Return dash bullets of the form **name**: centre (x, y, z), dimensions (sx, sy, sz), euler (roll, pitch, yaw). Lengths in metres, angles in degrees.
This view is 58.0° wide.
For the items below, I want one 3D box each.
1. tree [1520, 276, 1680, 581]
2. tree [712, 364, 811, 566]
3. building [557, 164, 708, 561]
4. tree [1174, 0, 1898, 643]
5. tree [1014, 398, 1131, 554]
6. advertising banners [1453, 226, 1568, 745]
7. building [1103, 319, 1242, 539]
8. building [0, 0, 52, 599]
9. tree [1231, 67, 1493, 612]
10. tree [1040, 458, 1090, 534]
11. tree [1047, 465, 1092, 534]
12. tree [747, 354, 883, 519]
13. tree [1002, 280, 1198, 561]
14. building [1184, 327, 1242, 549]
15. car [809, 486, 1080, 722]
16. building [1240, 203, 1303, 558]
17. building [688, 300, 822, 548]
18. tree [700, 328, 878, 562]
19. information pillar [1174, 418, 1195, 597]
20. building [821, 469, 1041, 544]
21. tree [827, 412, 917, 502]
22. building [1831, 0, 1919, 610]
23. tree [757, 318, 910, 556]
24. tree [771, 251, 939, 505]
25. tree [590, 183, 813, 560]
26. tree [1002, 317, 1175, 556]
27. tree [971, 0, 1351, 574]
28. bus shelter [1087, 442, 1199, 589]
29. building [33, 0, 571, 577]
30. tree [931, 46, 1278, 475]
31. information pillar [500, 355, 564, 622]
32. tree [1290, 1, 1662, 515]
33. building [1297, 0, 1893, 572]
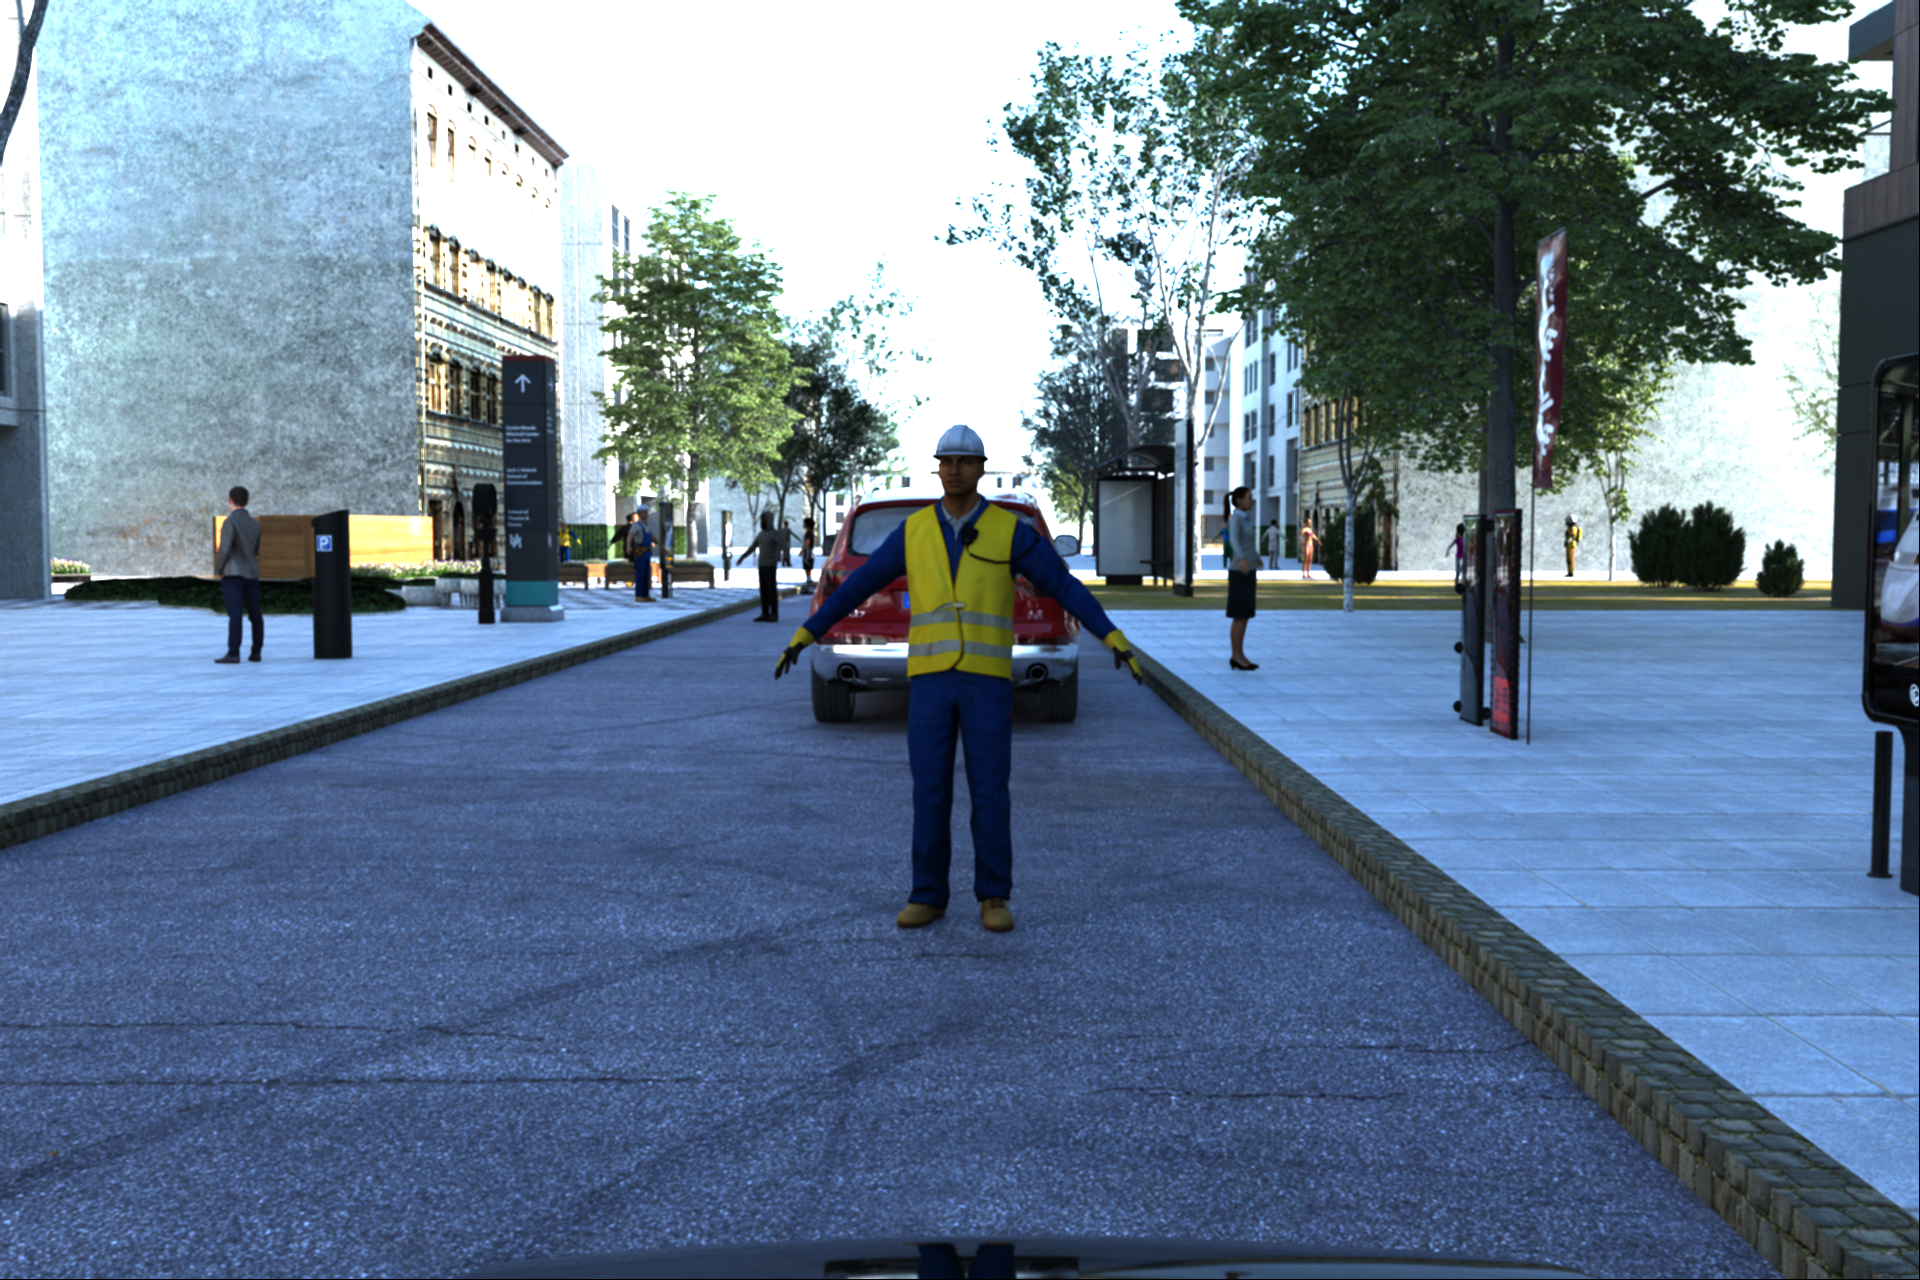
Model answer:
- **tree**: centre (17.726, -5.938, 47.444), dimensions (4.737, 8.622, 4.395), euler (0, 3, 0)
- **tree**: centre (-8.335, -7.301, 69.732), dimensions (4.360, 8.622, 3.978), euler (0, 3, 0)
- **building**: centre (-25.234, -14.213, 98.846), dimensions (16.747, 18.905, 31.486), euler (0, 4, 1)
- **tree**: centre (6.285, -6.215, 19.735), dimensions (7.486, 12.596, 7.792), euler (0, 3, 0)
- **tree**: centre (7.623, -10.780, 110.668), dimensions (8.767, 10.594, 7.601), euler (0, 4, 1)
- **advertising banners**: centre (3.464, -0.904, 10.966), dimensions (0.090, 3.025, 2.074), euler (0, 4, 1)
- **building**: centre (28.618, -20.629, 181.266), dimensions (27.936, 21.610, 32.646), euler (0, 4, 1)
- **building**: centre (-26.520, -9.294, 18.416), dimensions (16.747, 18.905, 31.486), euler (0, 4, 0)
- **tree**: centre (6.608, -4.755, 28.110), dimensions (4.737, 8.622, 4.395), euler (0, 3, 0)
- **tree**: centre (7.865, -10.781, 126.636), dimensions (4.737, 8.622, 4.395), euler (0, 3, 0)
- **tree**: centre (7.759, -11.137, 132.456), dimensions (4.360, 8.622, 3.978), euler (0, 3, 0)
- **tree**: centre (-7.769, -9.437, 88.711), dimensions (8.767, 10.594, 7.601), euler (1, 4, 10)
- **tree**: centre (7.001, -10.620, 84.005), dimensions (12.009, 13.543, 11.850), euler (0, 3, 0)
- **building**: centre (25.706, -18.477, 158.519), dimensions (16.016, 20.090, 11.380), euler (0, 4, 0)
- **car**: centre (-0.093, -0.372, 14.748), dimensions (2.281, 1.827, 5.304), euler (0, 4, 1)
- **building**: centre (25.702, -13.856, 93.007), dimensions (16.747, 18.905, 31.486), euler (0, 4, 1)
- **building**: centre (-23.277, -20.427, 164.915), dimensions (19.493, 23.208, 18.063), euler (0, 3, 0)
- **tree**: centre (-8.246, -8.850, 79.116), dimensions (8.767, 10.594, 7.601), euler (-2, 4, -24)
- **information pillar**: centre (4.659, -2.735, 36.031), dimensions (0.184, 3.620, 1.656), euler (0, 4, -1)
- **building**: centre (-3.772, -17.159, 225.150), dimensions (28.070, 9.664, 9.099), euler (0, 4, 6)
- **tree**: centre (-7.040, -12.872, 136.207), dimensions (9.928, 11.665, 9.643), euler (0, 3, 0)
- **building**: centre (25.677, -10.370, 13.520), dimensions (27.936, 21.610, 32.646), euler (0, 4, 1)
- **tree**: centre (-7.916, -11.579, 99.683), dimensions (12.009, 13.543, 11.850), euler (0, 3, 0)
- **tree**: centre (-7.204, -16.026, 117.907), dimensions (12.611, 20.169, 13.585), euler (0, 3, 0)
- **tree**: centre (-8.466, -8.478, 56.734), dimensions (7.486, 12.596, 7.792), euler (0, 3, 0)
- **tree**: centre (7.635, -11.557, 99.323), dimensions (12.009, 13.543, 11.850), euler (0, 3, 0)
- **tree**: centre (6.728, -12.066, 53.173), dimensions (12.611, 20.169, 13.585), euler (0, 3, 0)
- **bus shelter**: centre (4.246, -2.884, 41.072), dimensions (2.014, 3.302, 5.546), euler (0, 4, -1)
- **building**: centre (-25.237, -14.015, 60.067), dimensions (19.493, 23.208, 18.063), euler (0, 4, 0)
- **tree**: centre (5.757, -12.998, 68.406), dimensions (12.611, 20.169, 13.585), euler (0, 3, 0)
- **information pillar**: centre (-6.299, -2.204, 25.420), dimensions (0.750, 3.857, 0.750), euler (0, 4, 1)
- **tree**: centre (10.747, -7.199, 35.823), dimensions (7.486, 12.596, 7.792), euler (0, 3, 0)
- **building**: centre (24.176, -14.451, 67.196), dimensions (19.493, 23.208, 18.063), euler (0, 4, 1)
